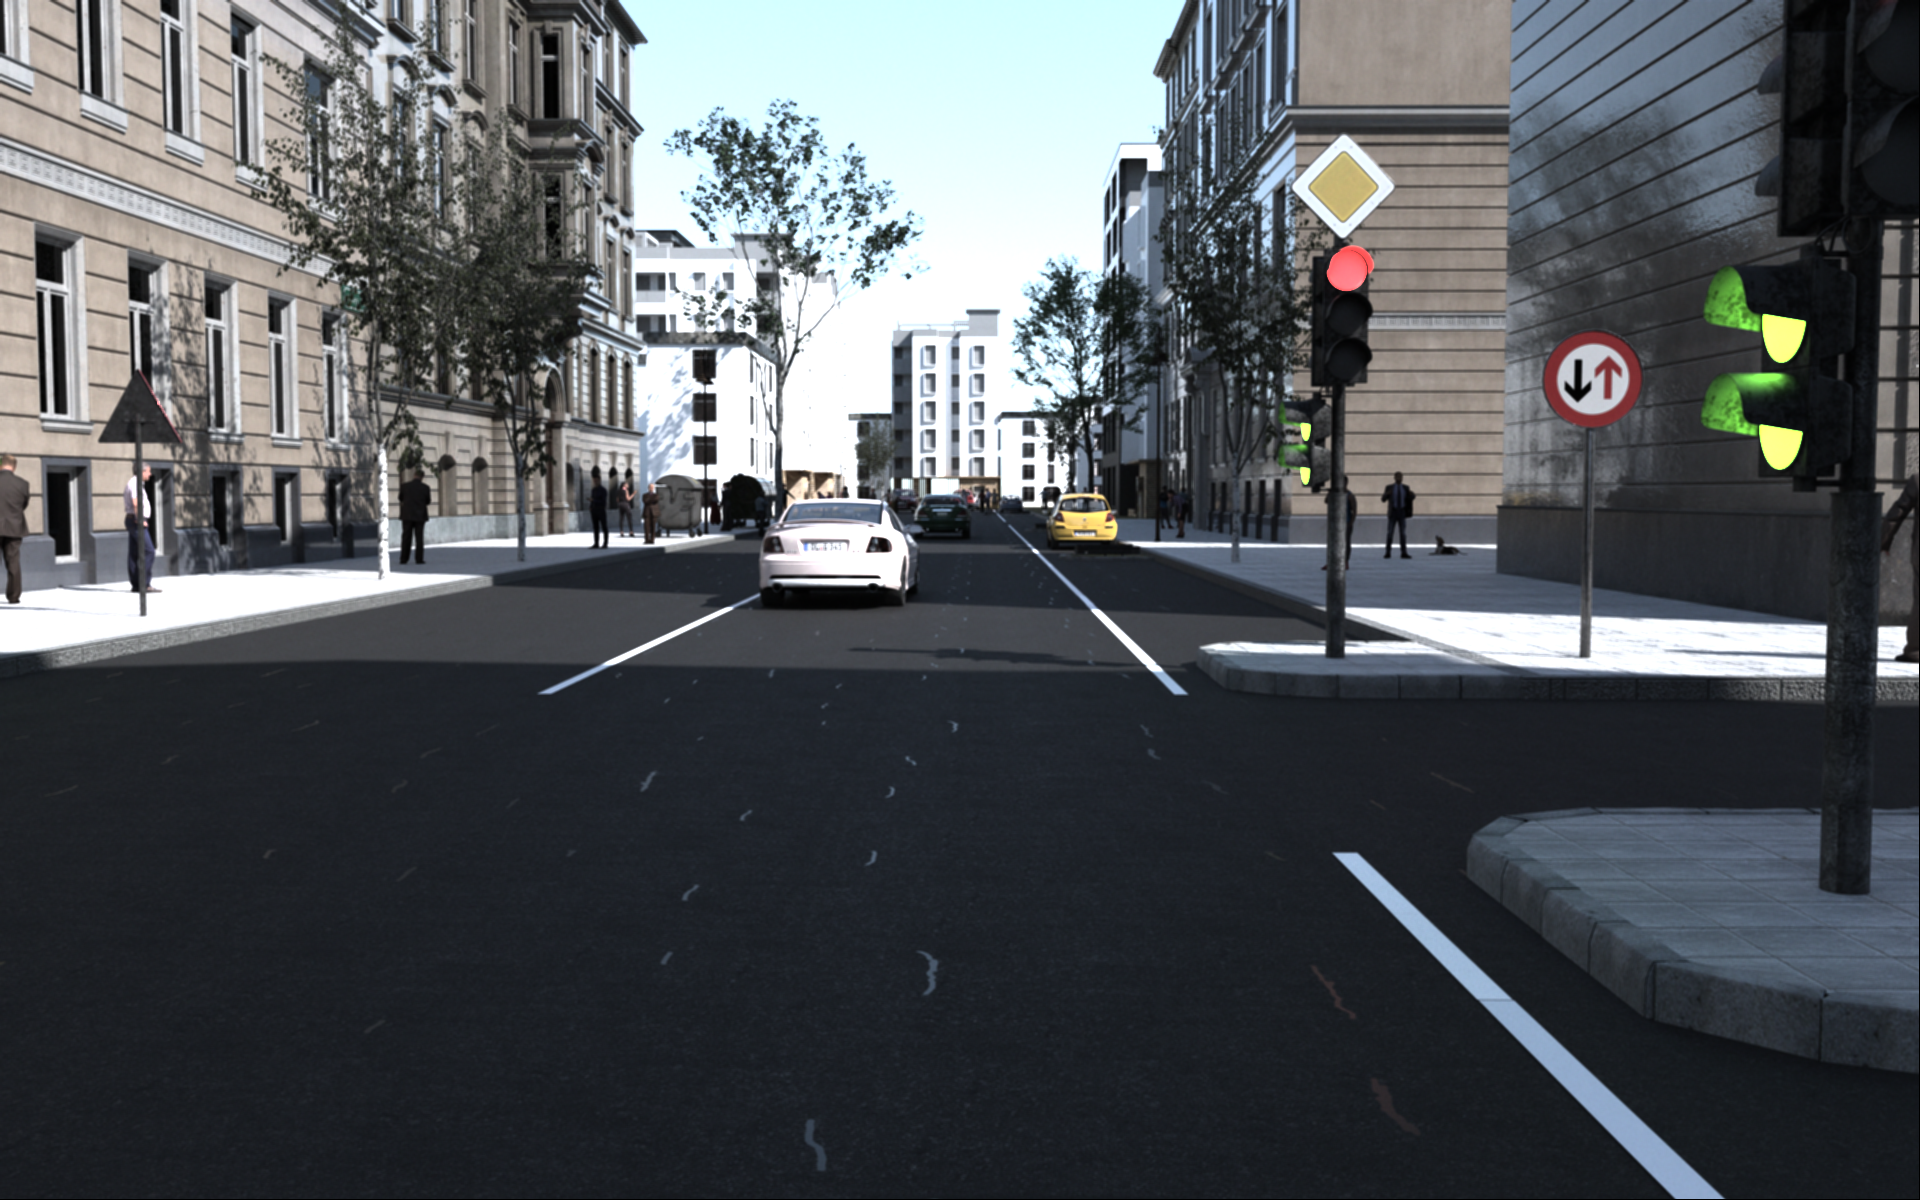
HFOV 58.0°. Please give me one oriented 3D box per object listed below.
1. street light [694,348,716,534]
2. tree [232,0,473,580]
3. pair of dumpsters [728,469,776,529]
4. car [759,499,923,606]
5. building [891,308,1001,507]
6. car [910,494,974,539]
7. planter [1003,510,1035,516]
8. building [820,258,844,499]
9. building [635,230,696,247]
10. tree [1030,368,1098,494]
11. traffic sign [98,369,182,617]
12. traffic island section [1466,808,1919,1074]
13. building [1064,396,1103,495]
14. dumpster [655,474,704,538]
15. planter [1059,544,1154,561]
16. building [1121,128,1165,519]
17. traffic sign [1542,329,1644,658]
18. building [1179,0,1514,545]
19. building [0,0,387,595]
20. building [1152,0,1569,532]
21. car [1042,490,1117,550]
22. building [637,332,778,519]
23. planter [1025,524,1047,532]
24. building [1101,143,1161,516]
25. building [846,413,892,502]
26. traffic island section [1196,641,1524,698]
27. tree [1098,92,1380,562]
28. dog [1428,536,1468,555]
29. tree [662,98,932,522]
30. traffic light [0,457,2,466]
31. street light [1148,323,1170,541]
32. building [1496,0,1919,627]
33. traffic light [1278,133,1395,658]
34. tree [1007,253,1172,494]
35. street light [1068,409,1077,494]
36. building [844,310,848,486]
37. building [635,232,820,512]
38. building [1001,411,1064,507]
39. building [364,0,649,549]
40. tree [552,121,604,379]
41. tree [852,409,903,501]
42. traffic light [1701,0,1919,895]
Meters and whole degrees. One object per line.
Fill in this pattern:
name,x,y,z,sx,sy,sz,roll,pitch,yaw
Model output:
street light,-8.108,-5.037,55.150,0.468,5.910,1.993,0,4,1
tree,-8.402,-4.612,25.774,4.360,8.622,3.978,0,3,0
pair of dumpsters,-8.039,-3.909,66.408,1.574,2.255,4.436,0,4,1
car,-1.575,-0.684,23.545,2.083,1.381,4.827,0,4,2
building,-1.426,-19.980,183.093,11.380,20.091,16.016,0,4,1
car,-0.579,-2.769,57.068,2.131,1.459,4.920,0,4,0
planter,3.964,-5.769,115.461,1.991,0.319,1.994,0,4,1
building,-17.702,-17.019,134.679,16.016,20.091,11.380,0,4,1
building,-38.026,-18.603,148.135,32.646,21.610,27.936,0,4,1
tree,6.132,-9.078,98.781,4.360,8.622,3.978,0,3,0
traffic sign,-8.566,-1.106,18.091,0.884,2.594,0.081,0,4,2
traffic island section,2.887,1.020,5.611,2.009,0.180,2.903,0,4,1
building,14.431,-12.603,148.206,9.099,9.664,28.070,0,4,1
dumpster,-8.345,-2.788,51.340,1.264,1.857,1.865,0,4,1
planter,3.200,-1.047,38.253,1.991,0.319,1.994,0,4,1
building,17.095,-14.613,95.349,16.016,20.091,11.380,0,4,1
traffic sign,4.905,-0.820,13.510,0.768,2.556,0.104,0,4,5
building,14.667,-16.324,52.797,13.634,28.700,20.117,0,4,1
building,-18.403,-14.664,25.663,13.634,28.700,20.117,0,4,1
building,15.764,-17.011,75.398,12.463,27.353,25.104,0,4,1
car,3.191,-2.180,45.870,2.015,1.641,3.980,0,4,1
building,-15.438,-9.879,103.671,9.099,9.664,28.070,0,4,1
planter,3.473,-2.723,65.655,1.991,0.319,1.994,0,4,1
building,23.421,-16.712,117.214,27.936,21.610,32.646,0,4,1
building,-21.184,-14.556,180.144,28.070,9.664,9.099,0,4,1
traffic island section,2.966,0.531,13.596,2.009,0.180,2.903,0,4,1
tree,5.278,-5.002,32.144,4.360,8.622,3.978,0,3,0
dog,10.305,-1.151,36.550,0.748,0.427,0.550,2,4,30
tree,-7.521,-13.780,81.200,12.611,20.169,13.585,0,3,0
traffic light,-8.035,-1.488,13.576,0.839,4.213,0.868,0,4,1
street light,5.371,-4.532,46.880,0.468,5.910,1.993,0,4,1
building,20.784,-13.711,21.434,25.104,27.353,12.463,0,4,1
traffic light,2.926,-1.483,13.484,0.839,4.213,0.868,0,4,1
tree,5.618,-9.162,75.557,9.928,11.665,9.643,0,3,0
street light,5.678,-7.005,87.318,0.468,5.910,1.993,0,4,1
building,-15.955,-18.197,153.937,11.380,20.091,16.016,0,4,1
building,-18.736,-16.325,123.330,16.016,20.091,11.380,0,4,1
building,18.266,-14.547,179.983,28.070,9.664,9.099,0,4,1
building,-18.330,-14.316,53.156,14.460,24.649,34.723,0,4,1
tree,-8.502,-5.030,32.601,4.360,8.622,3.978,0,3,0
tree,-7.545,-12.136,148.792,4.360,8.622,3.978,0,3,0
traffic light,2.847,-0.994,5.499,0.839,4.213,0.868,0,4,1
